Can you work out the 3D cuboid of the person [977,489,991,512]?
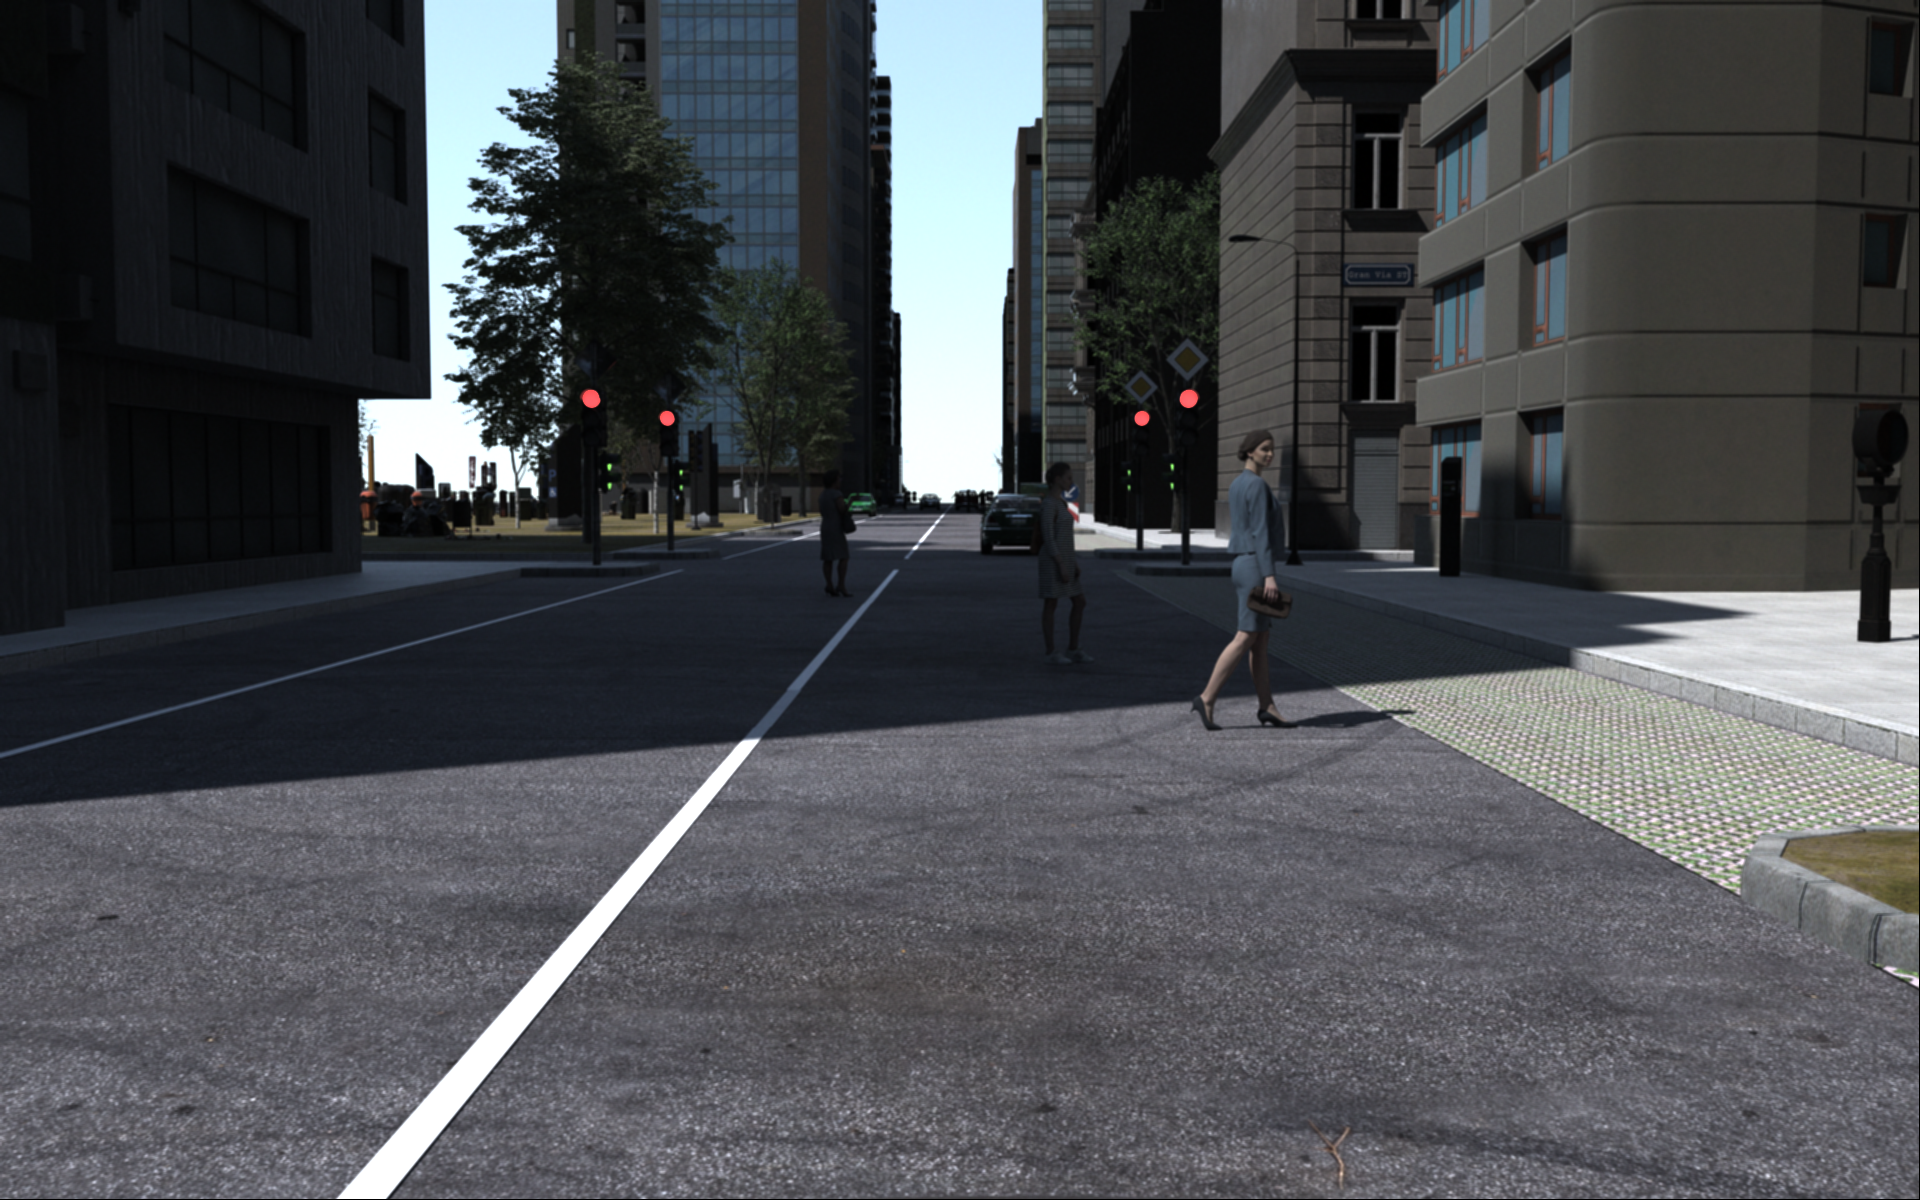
[{"bbox_3d":[1.906,-8.068,140.544,1.348,1.807,0.705,2,4,28],"label":"person"}]

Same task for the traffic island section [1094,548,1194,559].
[{"bbox_3d":[4.104,-1.042,39.311,2.009,0.180,2.903,0,3,0],"label":"traffic island section"}]

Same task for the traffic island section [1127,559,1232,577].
[{"bbox_3d":[4.100,-0.553,31.326,2.009,0.180,2.903,0,3,0],"label":"traffic island section"}]

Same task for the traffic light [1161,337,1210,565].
[{"bbox_3d":[4.060,-2.587,31.212,0.839,4.253,0.868,0,3,0],"label":"traffic light"}]

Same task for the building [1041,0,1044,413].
[{"bbox_3d":[20.823,-33.953,144.370,28.713,52.752,27.495,0,3,0],"label":"building"}]

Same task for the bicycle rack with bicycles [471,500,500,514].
[{"bbox_3d":[-29.870,-5.860,109.190,2.925,0.926,2.852,-2,4,-31],"label":"bicycle rack with bicycles"}]

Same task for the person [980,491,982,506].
[{"bbox_3d":[2.618,-12.518,213.188,0.705,1.822,1.348,-2,4,-32],"label":"person"}]

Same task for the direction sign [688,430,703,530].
[{"bbox_3d":[-9.420,-4.266,61.739,0.379,3.537,0.876,2,4,24],"label":"direction sign"}]

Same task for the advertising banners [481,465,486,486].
[{"bbox_3d":[-29.066,-6.583,103.813,0.090,3.025,2.074,2,4,32],"label":"advertising banners"}]

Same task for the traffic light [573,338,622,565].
[{"bbox_3d":[-6.552,-2.586,31.202,0.839,4.253,0.868,0,3,0],"label":"traffic light"}]

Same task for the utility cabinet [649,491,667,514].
[{"bbox_3d":[-19.092,-6.165,109.477,1.173,1.500,0.318,-3,5,-43],"label":"utility cabinet"}]

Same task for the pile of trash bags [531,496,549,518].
[{"bbox_3d":[-23.385,-5.559,100.638,1.912,1.369,3.447,-3,4,-38],"label":"pile of trash bags"}]

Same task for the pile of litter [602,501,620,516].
[{"bbox_3d":[-20.974,-5.491,103.742,1.176,0.858,1.719,-2,4,-26],"label":"pile of litter"}]

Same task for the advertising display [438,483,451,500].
[{"bbox_3d":[-29.800,-5.808,100.175,0.123,1.923,0.974,1,4,21],"label":"advertising display"}]

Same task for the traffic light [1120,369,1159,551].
[{"bbox_3d":[4.064,-3.075,39.197,0.839,4.253,0.868,0,3,0],"label":"traffic light"}]

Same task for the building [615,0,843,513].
[{"bbox_3d":[-15.765,-28.889,122.453,14.600,45.320,14.200,0,3,0],"label":"building"}]

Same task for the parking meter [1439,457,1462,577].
[{"bbox_3d":[7.656,-1.303,27.021,0.255,1.863,0.399,2,4,27],"label":"parking meter"}]

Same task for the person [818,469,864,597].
[{"bbox_3d":[-1.644,-0.941,24.241,0.532,1.782,0.716,-3,4,-39],"label":"person"}]

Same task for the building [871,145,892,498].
[{"bbox_3d":[-19.807,-34.112,212.355,22.147,44.769,28.867,0,3,0],"label":"building"}]

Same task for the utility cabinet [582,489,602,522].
[{"bbox_3d":[-16.556,-4.190,77.188,1.173,1.500,0.318,0,4,-7],"label":"utility cabinet"}]

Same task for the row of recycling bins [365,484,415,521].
[{"bbox_3d":[-28.232,-4.725,84.364,1.069,1.692,3.534,2,4,34],"label":"row of recycling bins"}]

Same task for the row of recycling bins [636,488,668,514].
[{"bbox_3d":[-20.291,-6.466,112.830,3.534,1.692,1.069,1,4,12],"label":"row of recycling bins"}]

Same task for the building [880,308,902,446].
[{"bbox_3d":[-16.219,-30.182,265.179,14.160,30.474,14.107,0,3,0],"label":"building"}]

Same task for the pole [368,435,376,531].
[{"bbox_3d":[-20.484,-4.064,60.288,0.158,3.312,0.155,0,3,0],"label":"pole"}]

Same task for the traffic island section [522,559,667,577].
[{"bbox_3d":[-6.592,-0.554,31.337,2.009,0.180,2.903,0,3,0],"label":"traffic island section"}]

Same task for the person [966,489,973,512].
[{"bbox_3d":[0.706,-7.776,135.644,0.705,1.822,1.348,1,4,16],"label":"person"}]

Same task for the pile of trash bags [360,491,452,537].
[{"bbox_3d":[-17.252,-2.659,53.223,3.447,1.369,1.912,2,4,32],"label":"pile of trash bags"}]

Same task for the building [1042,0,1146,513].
[{"bbox_3d":[12.880,-26.927,123.857,14.154,41.232,14.086,0,3,0],"label":"building"}]

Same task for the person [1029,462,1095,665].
[{"bbox_3d":[0.830,-0.312,14.598,0.522,1.701,0.512,1,4,20],"label":"person"}]

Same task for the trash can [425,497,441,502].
[{"bbox_3d":[-23.845,-4.080,78.369,0.748,1.137,0.748,0,3,0],"label":"trash can"}]

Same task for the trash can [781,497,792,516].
[{"bbox_3d":[-10.103,-5.444,100.654,0.748,1.137,0.748,0,3,0],"label":"trash can"}]

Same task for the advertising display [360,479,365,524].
[{"bbox_3d":[-25.464,-4.190,73.723,0.123,1.923,0.974,-1,4,-9],"label":"advertising display"}]

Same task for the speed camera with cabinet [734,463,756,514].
[{"bbox_3d":[-13.659,-7.145,111.163,0.660,3.252,2.038,2,4,34],"label":"speed camera with cabinet"}]

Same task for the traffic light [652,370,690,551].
[{"bbox_3d":[-6.547,-3.074,39.187,0.839,4.253,0.868,0,3,0],"label":"traffic light"}]

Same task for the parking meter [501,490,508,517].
[{"bbox_3d":[-25.499,-5.417,96.974,0.372,1.533,0.369,0,3,0],"label":"parking meter"}]

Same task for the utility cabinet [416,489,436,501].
[{"bbox_3d":[-25.563,-4.544,82.970,0.318,1.500,1.173,1,4,20],"label":"utility cabinet"}]

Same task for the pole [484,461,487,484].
[{"bbox_3d":[-29.468,-6.958,107.611,0.158,3.312,0.155,0,3,0],"label":"pole"}]

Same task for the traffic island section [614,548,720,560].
[{"bbox_3d":[-6.587,-1.042,39.322,2.009,0.180,2.903,0,3,0],"label":"traffic island section"}]

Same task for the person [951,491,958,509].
[{"bbox_3d":[-0.302,-9.709,168.026,1.217,1.735,0.721,2,4,25],"label":"person"}]

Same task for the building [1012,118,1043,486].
[{"bbox_3d":[13.613,-34.052,206.868,14.600,45.320,14.200,0,3,0],"label":"building"}]

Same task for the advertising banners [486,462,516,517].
[{"bbox_3d":[-25.159,-6.065,95.349,0.090,3.025,2.074,2,4,28],"label":"advertising banners"}]

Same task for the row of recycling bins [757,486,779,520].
[{"bbox_3d":[-9.553,-4.809,85.736,1.069,1.692,3.534,-1,4,-11],"label":"row of recycling bins"}]

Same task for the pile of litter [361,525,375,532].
[{"bbox_3d":[-20.544,-2.722,58.467,1.719,0.858,1.176,2,4,34],"label":"pile of litter"}]

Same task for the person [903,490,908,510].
[{"bbox_3d":[-4.785,-8.959,155.508,0.750,1.759,0.617,3,5,44],"label":"person"}]

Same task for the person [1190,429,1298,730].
[{"bbox_3d":[1.740,-0.124,10.546,0.654,1.822,0.581,1,4,9],"label":"person"}]

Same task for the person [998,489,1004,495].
[{"bbox_3d":[2.863,-6.854,120.699,1.348,1.807,0.705,-2,4,-25],"label":"person"}]

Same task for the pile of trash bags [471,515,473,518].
[{"bbox_3d":[-27.373,-5.015,91.749,3.447,1.369,1.912,3,5,42],"label":"pile of trash bags"}]

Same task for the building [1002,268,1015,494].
[{"bbox_3d":[12.917,-27.525,221.736,14.160,30.474,14.107,0,3,0],"label":"building"}]

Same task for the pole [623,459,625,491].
[{"bbox_3d":[-19.631,-6.568,101.234,0.158,3.312,0.155,0,3,0],"label":"pole"}]

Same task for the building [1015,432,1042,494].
[{"bbox_3d":[17.220,-52.632,173.206,22.319,86.520,31.000,0,3,0],"label":"building"}]

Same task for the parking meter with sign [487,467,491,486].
[{"bbox_3d":[-30.747,-7.126,112.769,0.543,3.016,1.738,-2,4,-27],"label":"parking meter with sign"}]

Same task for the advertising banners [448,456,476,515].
[{"bbox_3d":[-22.998,-5.130,80.062,2.074,3.025,0.090,3,4,38],"label":"advertising banners"}]

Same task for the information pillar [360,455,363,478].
[{"bbox_3d":[-35.970,-6.869,103.665,0.183,3.616,0.504,3,4,37],"label":"information pillar"}]

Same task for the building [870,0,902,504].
[{"bbox_3d":[-19.087,-56.776,240.958,22.319,86.520,31.000,0,3,0],"label":"building"}]
